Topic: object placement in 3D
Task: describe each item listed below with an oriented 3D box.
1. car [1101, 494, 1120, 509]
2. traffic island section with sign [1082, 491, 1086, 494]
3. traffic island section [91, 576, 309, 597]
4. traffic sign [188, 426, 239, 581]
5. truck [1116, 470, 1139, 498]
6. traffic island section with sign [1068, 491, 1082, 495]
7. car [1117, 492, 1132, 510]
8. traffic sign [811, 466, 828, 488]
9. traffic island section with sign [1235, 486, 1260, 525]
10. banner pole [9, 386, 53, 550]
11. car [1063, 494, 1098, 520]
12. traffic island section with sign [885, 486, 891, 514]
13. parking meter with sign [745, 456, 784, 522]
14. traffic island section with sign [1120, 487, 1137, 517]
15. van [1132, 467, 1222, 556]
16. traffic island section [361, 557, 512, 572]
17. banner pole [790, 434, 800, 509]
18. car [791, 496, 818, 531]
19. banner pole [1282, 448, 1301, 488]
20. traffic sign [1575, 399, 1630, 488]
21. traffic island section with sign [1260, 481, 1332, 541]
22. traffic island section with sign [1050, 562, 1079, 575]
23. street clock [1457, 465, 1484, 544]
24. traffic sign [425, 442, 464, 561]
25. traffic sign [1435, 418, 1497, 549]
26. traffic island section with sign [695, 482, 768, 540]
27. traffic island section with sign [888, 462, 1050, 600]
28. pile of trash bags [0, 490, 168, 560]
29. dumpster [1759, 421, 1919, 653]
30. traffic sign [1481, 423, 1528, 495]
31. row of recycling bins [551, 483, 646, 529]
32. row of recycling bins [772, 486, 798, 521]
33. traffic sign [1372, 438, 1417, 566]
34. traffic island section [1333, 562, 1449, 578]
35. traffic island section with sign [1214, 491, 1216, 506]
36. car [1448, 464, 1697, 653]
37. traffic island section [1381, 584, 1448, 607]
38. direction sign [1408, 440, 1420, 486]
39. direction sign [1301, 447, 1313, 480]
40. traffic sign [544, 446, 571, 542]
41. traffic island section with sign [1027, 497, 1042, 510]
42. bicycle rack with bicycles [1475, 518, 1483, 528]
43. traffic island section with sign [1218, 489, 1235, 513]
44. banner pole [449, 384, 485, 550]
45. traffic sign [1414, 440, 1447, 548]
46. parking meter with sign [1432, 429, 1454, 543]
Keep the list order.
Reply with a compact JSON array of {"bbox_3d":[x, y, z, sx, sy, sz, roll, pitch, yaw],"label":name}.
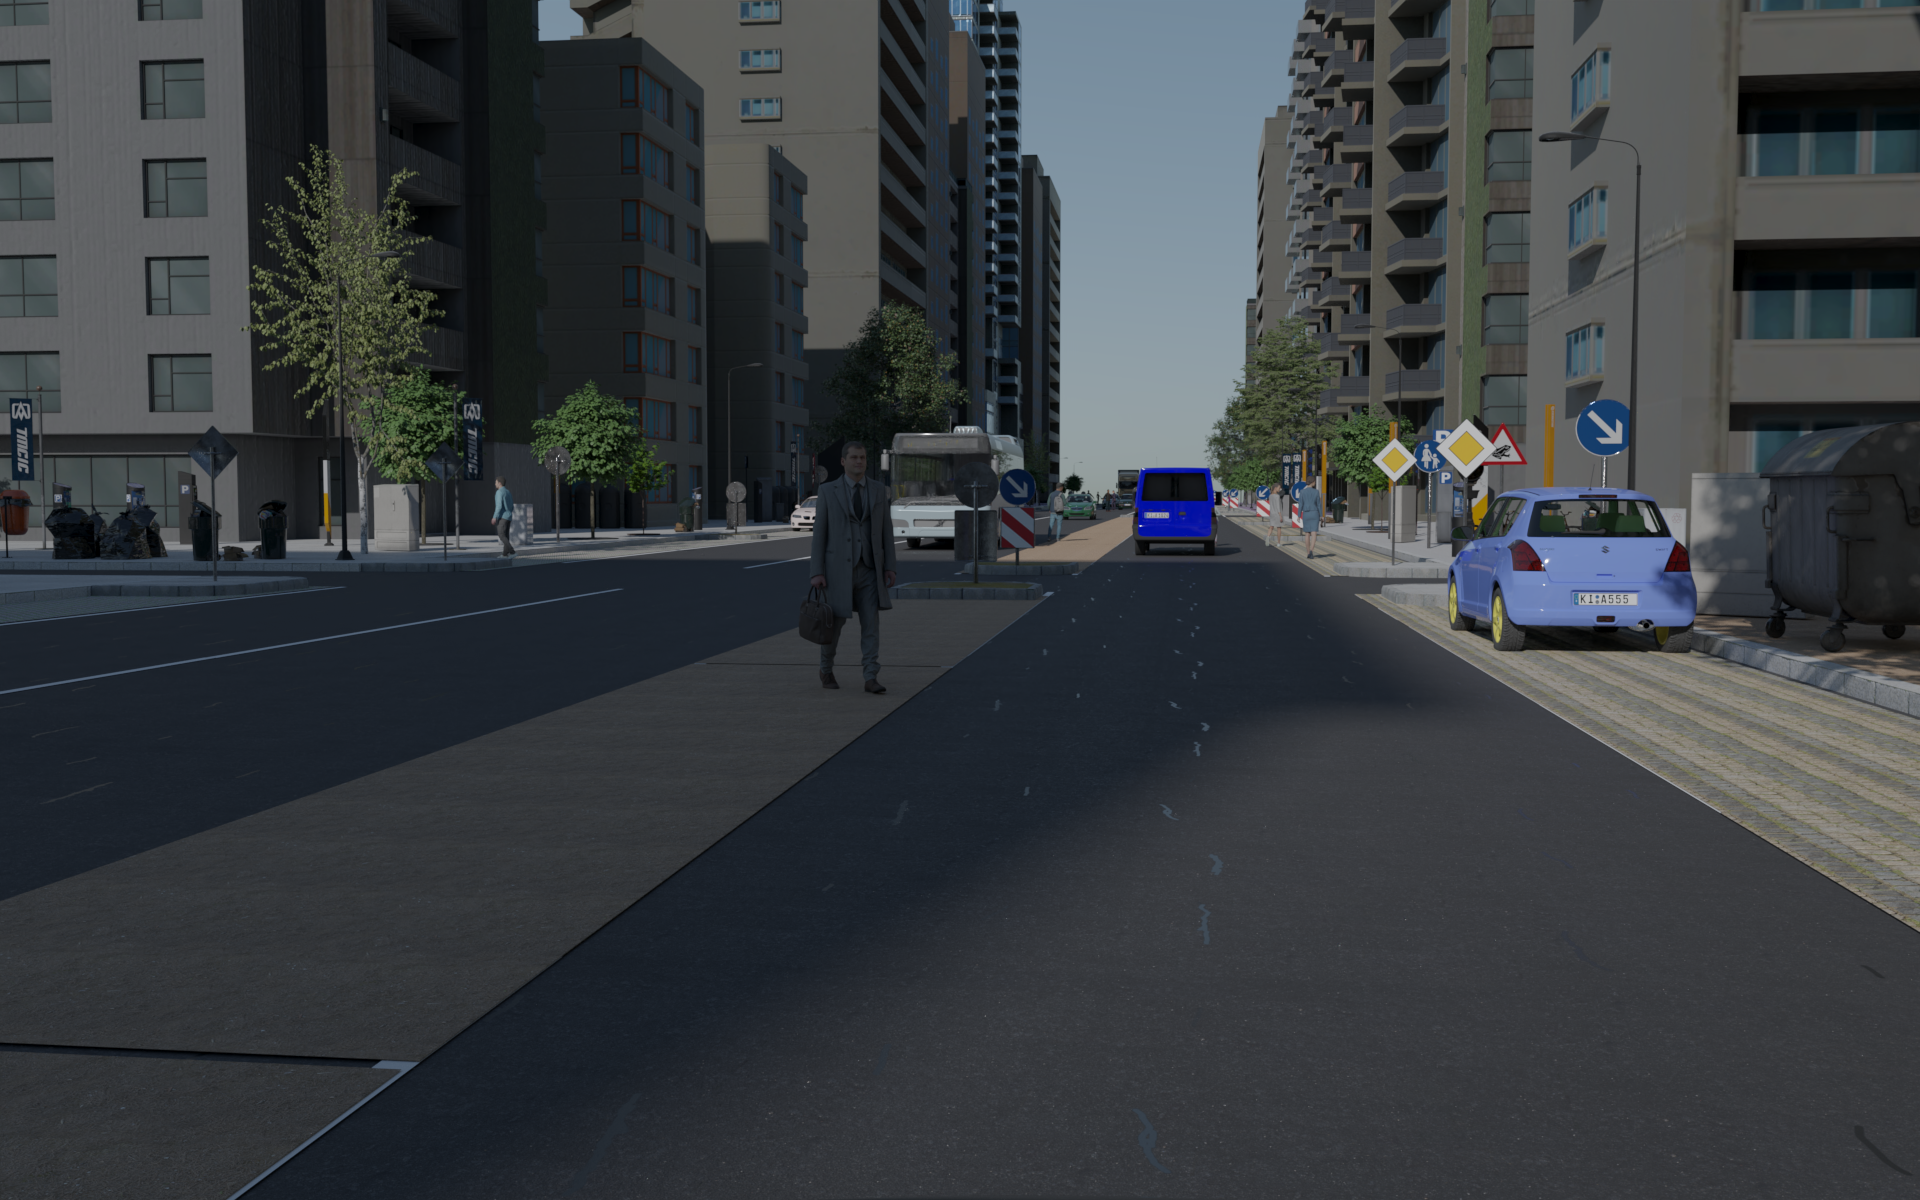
[{"bbox_3d":[14.613,-9.464,166.539,2.131,1.459,4.920,0,4,6],"label":"car"},{"bbox_3d":[17.239,-14.218,241.089,1.989,1.847,2.006,0,4,7],"label":"traffic island section with sign"},{"bbox_3d":[-10.982,-0.196,25.493,2.009,0.180,2.903,0,4,7],"label":"traffic island section"},{"bbox_3d":[-10.957,-1.332,25.429,0.795,2.450,0.064,0,4,7],"label":"traffic sign"},{"bbox_3d":[19.560,-12.966,200.903,2.839,4.237,11.283,0,4,6],"label":"truck"},{"bbox_3d":[13.737,-12.583,214.362,1.989,1.847,2.006,0,4,7],"label":"traffic island section with sign"},{"bbox_3d":[15.225,-8.969,156.431,2.009,1.686,4.222,1,4,9],"label":"car"},{"bbox_3d":[-6.311,-4.737,77.563,0.768,2.556,0.104,1,4,9],"label":"traffic sign"},{"bbox_3d":[13.903,-4.381,80.255,1.989,1.847,2.006,0,4,7],"label":"traffic island section with sign"},{"bbox_3d":[-21.421,-3.053,39.927,0.863,3.779,0.401,-3,4,-39],"label":"banner pole"},{"bbox_3d":[6.682,-5.224,97.209,2.131,1.459,4.920,0,4,7],"label":"car"},{"bbox_3d":[-3.564,-4.500,82.210,1.989,1.847,2.006,0,4,7],"label":"traffic island section with sign"},{"bbox_3d":[-8.989,-5.100,79.649,1.738,3.016,0.543,-1,4,-15],"label":"parking meter with sign"},{"bbox_3d":[10.857,-5.993,106.129,2.006,1.907,1.989,0,4,7],"label":"traffic island section with sign"},{"bbox_3d":[5.235,-2.297,41.944,2.240,2.365,5.245,0,4,8],"label":"van"},{"bbox_3d":[-9.945,-0.681,33.411,2.009,0.180,2.903,0,4,7],"label":"traffic island section"},{"bbox_3d":[-6.843,-5.023,72.149,0.401,3.779,0.863,2,4,25],"label":"banner pole"},{"bbox_3d":[-5.270,-3.364,67.361,2.083,1.381,4.827,0,4,8],"label":"car"},{"bbox_3d":[17.935,-6.377,94.283,0.863,3.779,0.401,0,4,-6],"label":"banner pole"},{"bbox_3d":[8.688,-1.423,23.375,0.768,2.556,0.104,1,4,14],"label":"traffic sign"},{"bbox_3d":[10.408,-2.746,53.527,1.989,1.847,2.006,0,4,7],"label":"traffic island section with sign"},{"bbox_3d":[1.115,-1.436,31.622,2.006,1.907,1.989,0,4,7],"label":"traffic island section with sign"},{"bbox_3d":[9.663,-1.728,32.825,0.471,2.002,0.358,1,4,10],"label":"street clock"},{"bbox_3d":[-9.921,-1.817,33.346,0.795,2.450,0.064,0,4,7],"label":"traffic sign"},{"bbox_3d":[6.734,-1.190,23.101,0.795,2.450,0.064,0,4,7],"label":"traffic sign"},{"bbox_3d":[-7.165,-2.820,54.734,1.989,1.847,2.006,0,4,7],"label":"traffic island section with sign"},{"bbox_3d":[0.144,-0.987,24.279,2.006,1.907,1.989,0,4,7],"label":"traffic island section with sign"},{"bbox_3d":[-17.722,-1.531,34.784,3.447,1.369,1.912,1,4,9],"label":"pile of trash bags"},{"bbox_3d":[7.662,-0.540,14.584,1.264,1.857,1.865,0,4,8],"label":"dumpster"},{"bbox_3d":[9.907,-1.938,31.689,0.884,2.594,0.081,1,4,15],"label":"traffic sign"},{"bbox_3d":[-13.442,-3.503,64.382,3.534,1.692,1.069,0,4,-5],"label":"row of recycling bins"},{"bbox_3d":[-8.779,-4.786,85.362,1.069,1.692,3.534,1,4,14],"label":"row of recycling bins"},{"bbox_3d":[7.770,-1.674,31.019,0.795,2.450,0.064,0,4,7],"label":"traffic sign"},{"bbox_3d":[7.794,-0.539,31.093,2.009,0.180,2.903,0,4,7],"label":"traffic island section"},{"bbox_3d":[23.838,-9.022,156.132,1.989,1.847,2.006,0,4,7],"label":"traffic island section with sign"},{"bbox_3d":[5.843,-0.446,16.890,1.945,1.707,3.694,0,4,6],"label":"car"},{"bbox_3d":[6.758,-0.055,23.175,2.009,0.180,2.903,0,4,7],"label":"traffic island section"},{"bbox_3d":[19.075,-4.945,72.850,0.876,3.537,0.379,-3,5,-44],"label":"direction sign"},{"bbox_3d":[16.682,-5.590,83.398,0.876,3.537,0.379,-3,5,-42],"label":"direction sign"},{"bbox_3d":[-10.673,-2.802,45.926,0.768,2.556,0.104,1,4,13],"label":"traffic sign"},{"bbox_3d":[6.485,-9.194,158.943,1.989,1.847,2.006,0,4,7],"label":"traffic island section with sign"},{"bbox_3d":[12.193,-1.450,37.091,2.925,0.926,2.852,-1,4,-10],"label":"bicycle rack with bicycles"},{"bbox_3d":[20.344,-7.387,129.403,1.989,1.847,2.006,0,4,7],"label":"traffic island section with sign"},{"bbox_3d":[-11.314,-3.039,39.698,0.863,3.779,0.401,-3,4,-36],"label":"banner pole"},{"bbox_3d":[11.062,-2.489,40.794,0.768,2.556,0.104,1,4,9],"label":"traffic sign"},{"bbox_3d":[12.863,-3.044,46.027,0.543,3.016,1.738,1,4,12],"label":"parking meter with sign"}]
